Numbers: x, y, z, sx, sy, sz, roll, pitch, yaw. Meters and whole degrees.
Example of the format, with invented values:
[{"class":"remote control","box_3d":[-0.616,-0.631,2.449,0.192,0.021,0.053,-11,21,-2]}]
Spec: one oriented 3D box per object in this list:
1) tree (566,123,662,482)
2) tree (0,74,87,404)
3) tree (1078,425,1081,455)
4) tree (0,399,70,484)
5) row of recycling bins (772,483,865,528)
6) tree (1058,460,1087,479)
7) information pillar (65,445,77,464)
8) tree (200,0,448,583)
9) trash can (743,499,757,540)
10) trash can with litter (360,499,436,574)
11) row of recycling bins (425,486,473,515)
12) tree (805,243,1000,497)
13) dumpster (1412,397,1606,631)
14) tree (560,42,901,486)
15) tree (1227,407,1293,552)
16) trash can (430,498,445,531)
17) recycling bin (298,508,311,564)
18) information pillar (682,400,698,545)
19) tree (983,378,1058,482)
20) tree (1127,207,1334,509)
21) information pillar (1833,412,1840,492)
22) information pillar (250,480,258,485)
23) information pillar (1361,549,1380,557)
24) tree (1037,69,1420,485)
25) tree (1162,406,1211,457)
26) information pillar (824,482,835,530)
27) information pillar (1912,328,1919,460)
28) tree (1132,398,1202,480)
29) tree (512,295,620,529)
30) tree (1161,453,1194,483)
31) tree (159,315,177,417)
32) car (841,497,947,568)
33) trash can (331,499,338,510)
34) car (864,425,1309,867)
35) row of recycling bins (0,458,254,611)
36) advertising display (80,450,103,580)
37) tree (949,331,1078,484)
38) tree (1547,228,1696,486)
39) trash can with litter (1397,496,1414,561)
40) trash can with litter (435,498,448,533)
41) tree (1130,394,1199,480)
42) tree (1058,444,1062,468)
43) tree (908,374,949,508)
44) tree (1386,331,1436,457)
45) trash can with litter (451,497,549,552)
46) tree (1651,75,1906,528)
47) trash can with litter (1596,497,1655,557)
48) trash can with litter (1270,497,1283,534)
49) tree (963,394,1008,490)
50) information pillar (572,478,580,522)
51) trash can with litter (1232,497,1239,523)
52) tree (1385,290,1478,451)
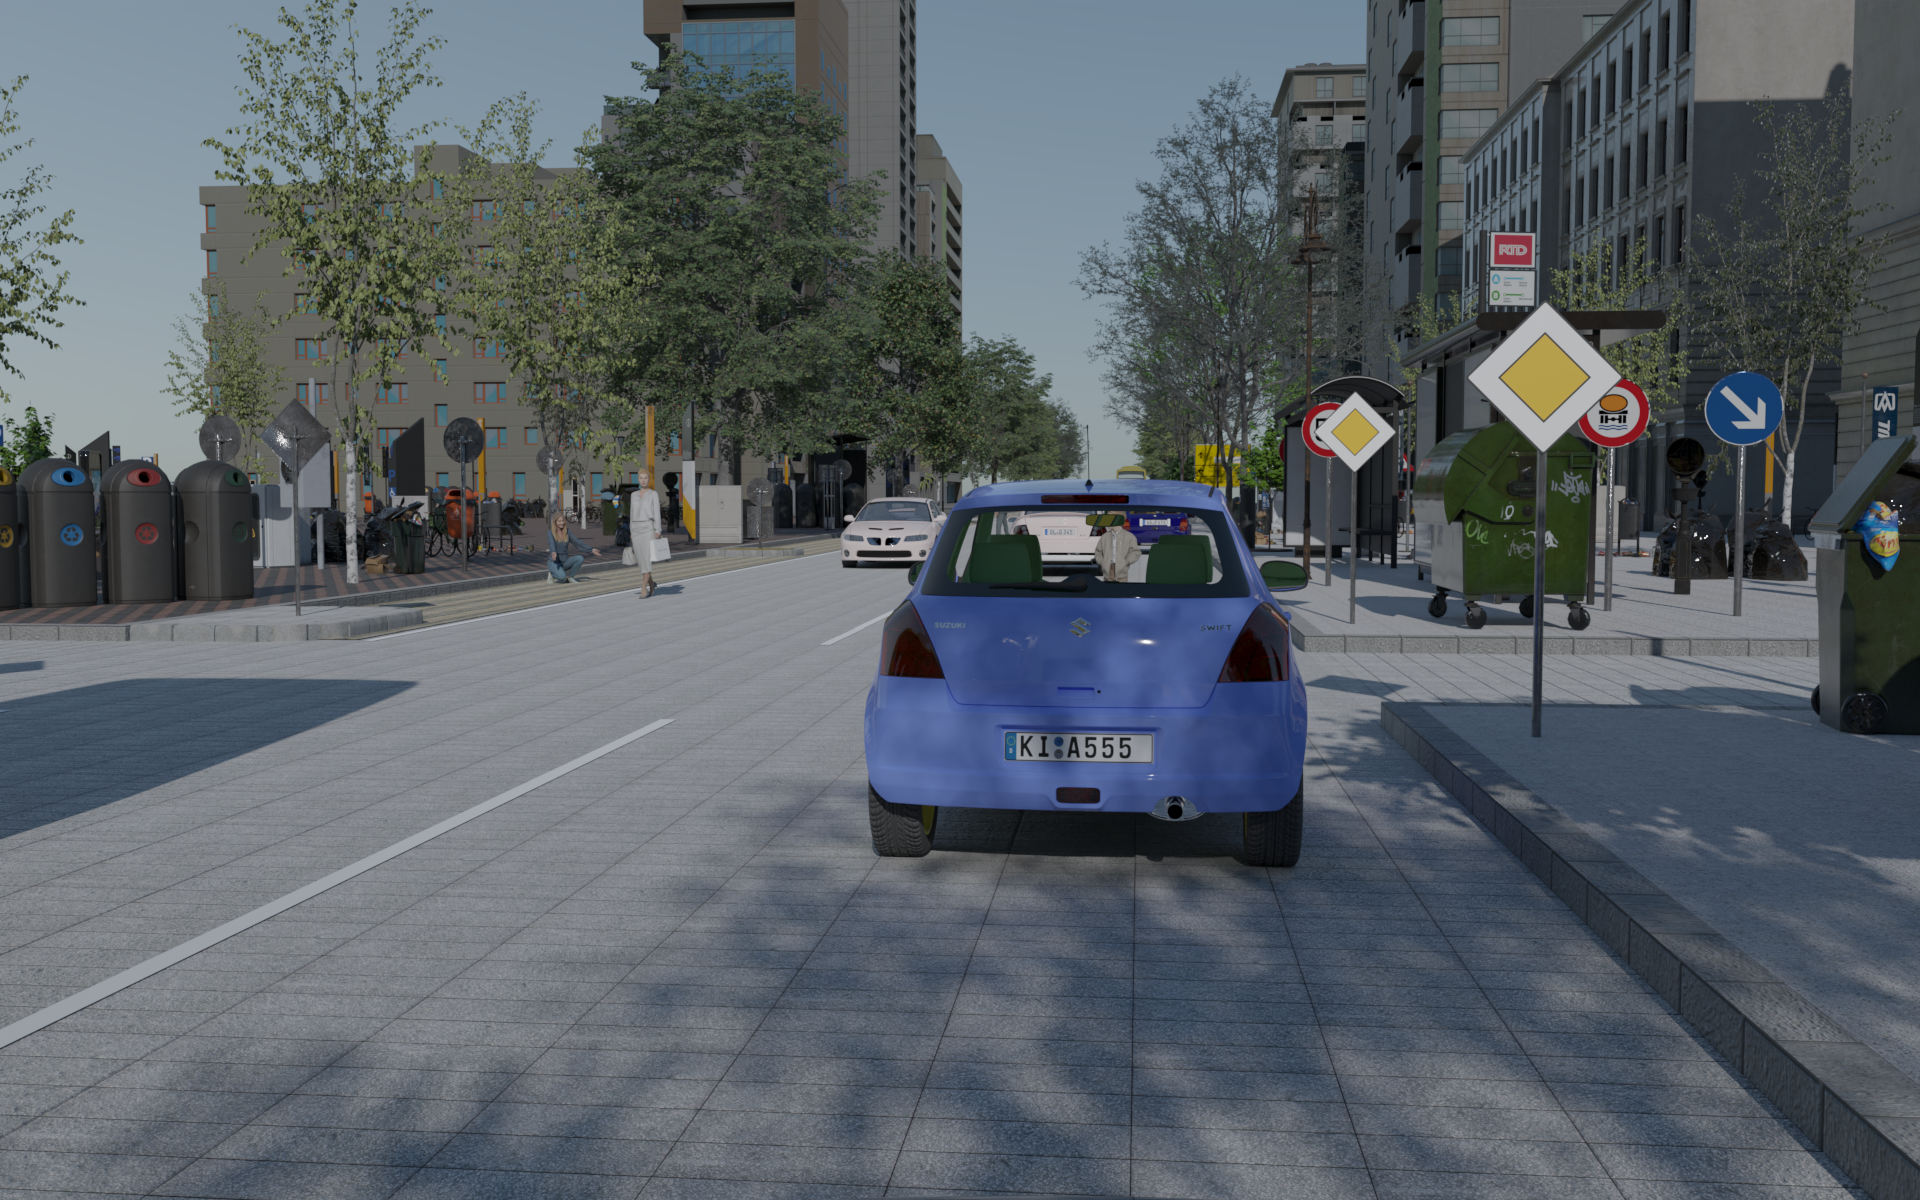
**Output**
[{"class":"tree","box_3d":[-7.517,-4.989,31.934,4.737,8.622,4.395,0,3,0]},{"class":"tree","box_3d":[-16.811,-4.785,28.592,4.737,8.622,4.395,0,3,0]},{"class":"tree","box_3d":[12.138,-19.952,232.876,9.857,13.997,8.962,0,3,0]},{"class":"tree","box_3d":[-18.529,-2.459,34.804,1.663,3.219,1.824,0,3,0]},{"class":"row of recycling bins","box_3d":[-5.383,-3.591,65.818,3.534,1.692,1.069,-1,4,-8]},{"class":"tree","box_3d":[14.712,-19.447,252.366,8.767,10.594,7.601,-2,4,-29]},{"class":"information pillar","box_3d":[-41.948,-5.528,81.742,0.504,3.616,0.183,-3,4,-36]},{"class":"tree","box_3d":[-8.573,-4.558,24.890,4.737,8.622,4.395,0,3,0]},{"class":"trash can","box_3d":[-5.979,-2.245,48.353,0.748,1.137,0.748,0,3,0]},{"class":"trash can with litter","box_3d":[-9.113,-1.008,27.875,1.055,1.170,0.624,0,4,-1]},{"class":"row of recycling bins","box_3d":[-25.650,-4.854,86.481,3.534,1.692,1.069,2,4,32]},{"class":"tree","box_3d":[-2.702,-9.917,79.155,9.611,12.733,9.660,0,3,0]},{"class":"dumpster","box_3d":[5.373,-0.892,17.074,1.502,2.255,1.985,0,4,6]},{"class":"tree","box_3d":[-6.703,-8.775,50.120,9.857,13.997,8.962,0,3,0]},{"class":"tree","box_3d":[6.930,-2.703,38.795,1.663,3.219,1.824,0,3,0]},{"class":"trash can","box_3d":[-17.151,-2.797,57.388,0.748,1.137,0.748,0,3,0]},{"class":"recycling bin","box_3d":[-12.357,-1.167,31.631,0.722,1.027,0.722,0,4,8]},{"class":"information pillar","box_3d":[-6.819,-3.195,43.586,0.183,3.616,0.504,-3,4,-38]},{"class":"tree","box_3d":[5.183,-15.236,167.234,7.486,12.596,7.792,0,3,0]},{"class":"tree","box_3d":[9.916,-8.466,64.167,9.928,11.665,9.643,0,3,0]},{"class":"information pillar","box_3d":[25.056,-3.537,49.187,0.504,3.616,0.183,1,4,10]},{"class":"information pillar","box_3d":[-36.551,-5.210,89.673,0.304,2.012,0.304,0,4,-3]},{"class":"information pillar","box_3d":[8.430,-1.900,35.550,0.304,2.012,0.304,-3,5,-40]},{"class":"tree","box_3d":[8.340,-8.616,51.239,12.009,13.543,11.850,0,3,0]},{"class":"tree","box_3d":[18.809,-11.862,144.313,4.737,8.622,4.395,0,3,0]},{"class":"information pillar","box_3d":[-4.645,-3.488,61.514,0.304,2.012,0.304,1,4,16]},{"class":"information pillar","box_3d":[11.773,-1.824,21.176,0.183,3.616,0.504,1,4,11]},{"class":"tree","box_3d":[23.931,-16.928,193.781,9.611,12.733,9.660,0,3,0]},{"class":"tree","box_3d":[-14.045,-6.907,63.289,4.360,8.622,3.978,0,3,0]},{"class":"tree","box_3d":[15.887,-8.441,121.719,4.285,4.588,4.351,0,3,0]},{"class":"tree","box_3d":[-24.339,-6.585,58.028,4.737,8.622,4.395,0,3,0]},{"class":"car","box_3d":[-1.237,-1.396,35.189,2.083,1.381,4.827,0,4,5]},{"class":"trash can","box_3d":[-20.371,-2.696,55.741,0.748,1.137,0.748,0,3,0]},{"class":"car","box_3d":[0.656,0.095,8.042,1.945,1.707,3.694,0,4,7]},{"class":"row of recycling bins","box_3d":[-10.036,-0.796,20.122,1.069,1.692,3.534,3,5,41]},{"class":"advertising display","box_3d":[-12.956,-1.264,25.884,0.123,1.923,0.974,-1,4,-16]},{"class":"tree","box_3d":[2.810,-14.028,136.017,9.857,13.997,8.962,0,3,0]},{"class":"tree","box_3d":[18.278,-6.025,48.874,4.737,8.622,4.395,0,3,0]},{"class":"trash can with litter","box_3d":[9.680,-1.400,33.944,2.233,1.210,1.678,1,4,13]},{"class":"trash can with litter","box_3d":[-16.455,-2.722,55.884,1.055,1.170,0.624,1,4,18]},{"class":"tree","box_3d":[21.195,-15.917,178.377,7.486,12.596,7.792,0,3,0]},{"class":"tree","box_3d":[6.869,-16.295,184.548,7.486,12.596,7.792,0,3,0]},{"class":"tree","box_3d":[-1.479,-9.265,101.839,4.737,8.622,4.395,0,3,0]},{"class":"tree","box_3d":[21.078,-7.753,77.126,4.360,8.622,3.978,0,3,0]},{"class":"trash can with litter","box_3d":[-10.240,-1.701,38.865,2.233,1.210,1.678,1,4,19]},{"class":"tree","box_3d":[14.935,-4.951,31.307,4.360,8.622,3.978,0,3,0]},{"class":"trash can with litter","box_3d":[13.684,-1.527,36.022,1.678,1.210,2.233,-2,4,-26]},{"class":"trash can with litter","box_3d":[10.266,-2.773,56.390,1.678,1.210,2.233,2,4,27]},{"class":"tree","box_3d":[1.151,-10.479,121.701,4.360,8.622,3.978,0,3,0]},{"class":"information pillar","box_3d":[-17.580,-4.571,79.224,0.304,2.012,0.304,0,4,-7]},{"class":"trash can with litter","box_3d":[11.897,-3.950,75.964,1.055,1.170,0.624,-2,4,-32]},{"class":"tree","box_3d":[17.261,-6.811,61.721,4.737,8.622,4.395,0,3,0]}]
